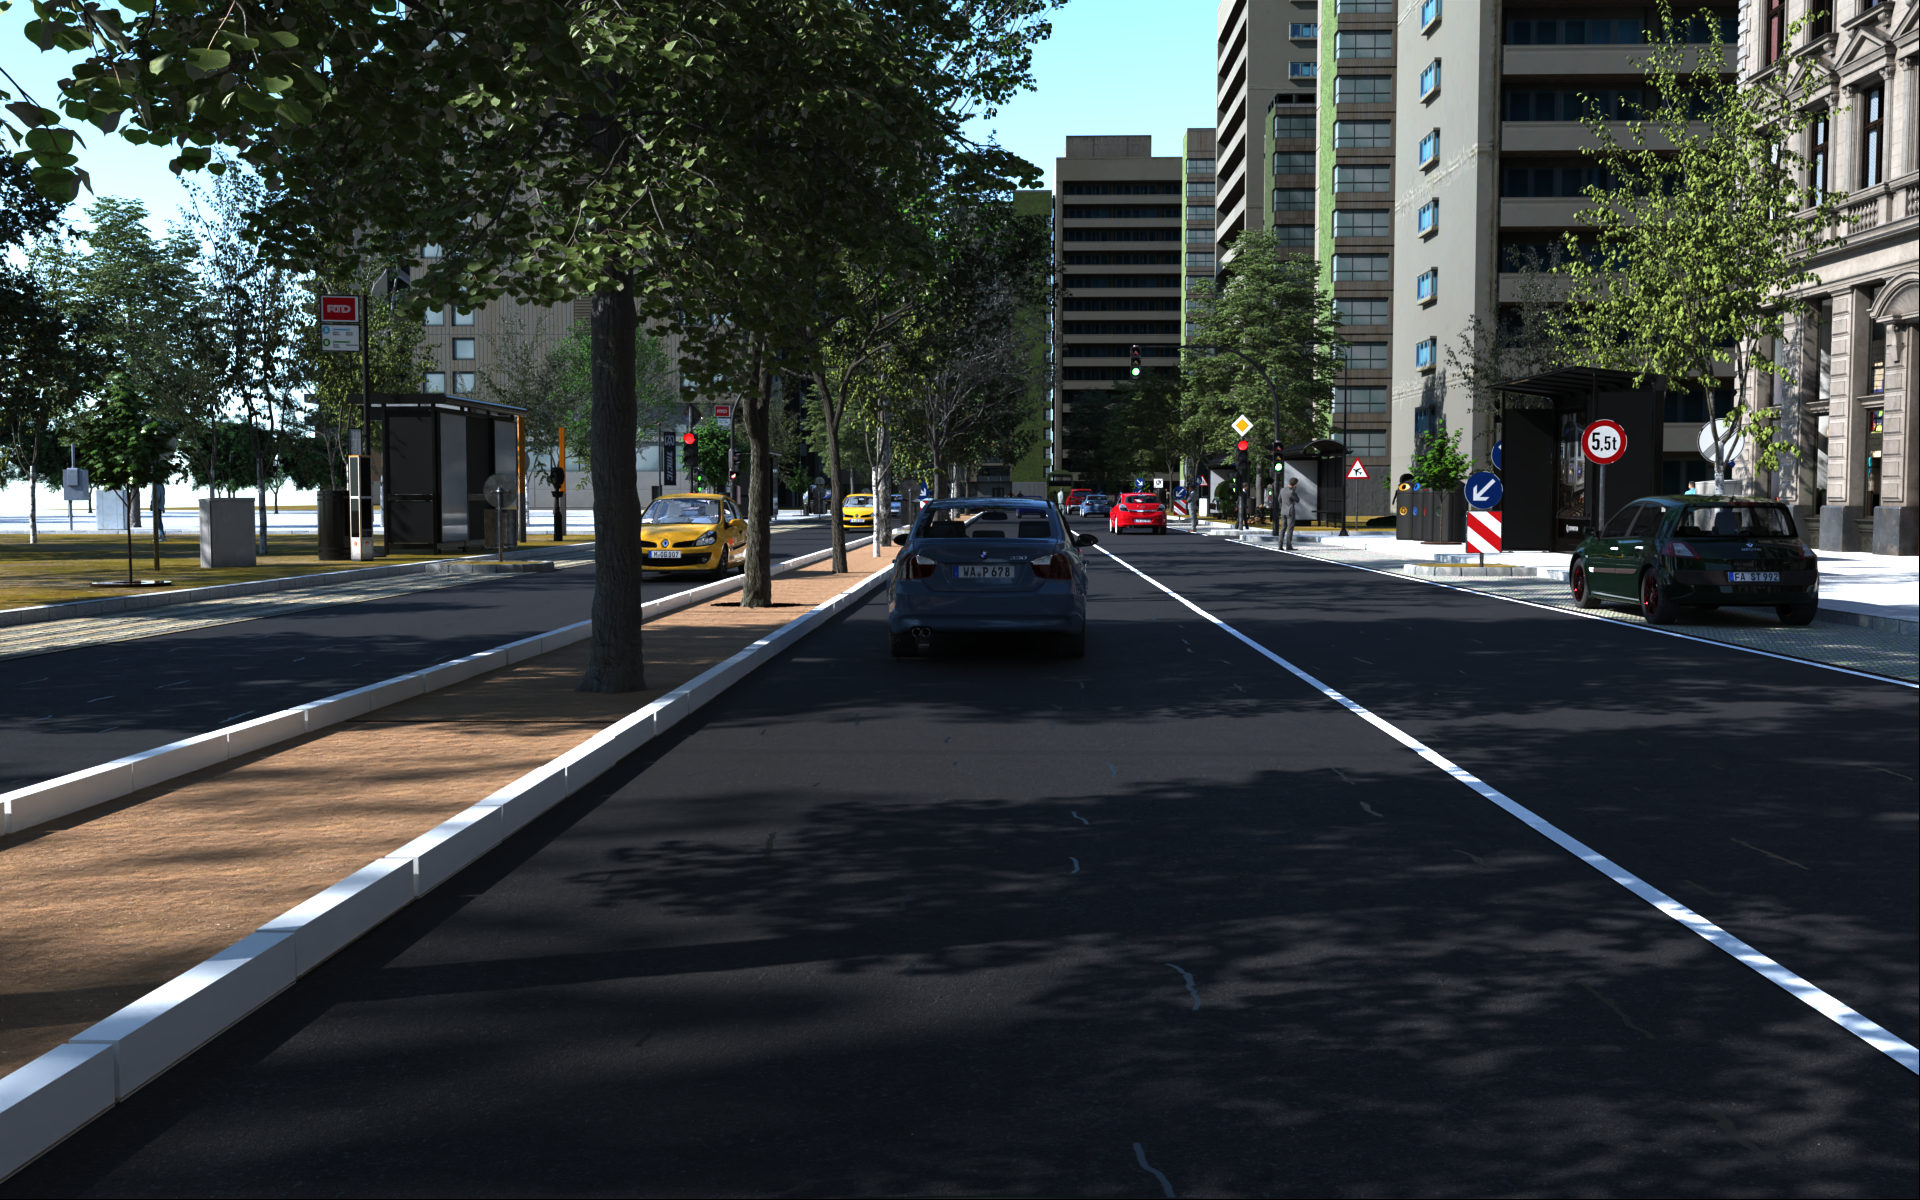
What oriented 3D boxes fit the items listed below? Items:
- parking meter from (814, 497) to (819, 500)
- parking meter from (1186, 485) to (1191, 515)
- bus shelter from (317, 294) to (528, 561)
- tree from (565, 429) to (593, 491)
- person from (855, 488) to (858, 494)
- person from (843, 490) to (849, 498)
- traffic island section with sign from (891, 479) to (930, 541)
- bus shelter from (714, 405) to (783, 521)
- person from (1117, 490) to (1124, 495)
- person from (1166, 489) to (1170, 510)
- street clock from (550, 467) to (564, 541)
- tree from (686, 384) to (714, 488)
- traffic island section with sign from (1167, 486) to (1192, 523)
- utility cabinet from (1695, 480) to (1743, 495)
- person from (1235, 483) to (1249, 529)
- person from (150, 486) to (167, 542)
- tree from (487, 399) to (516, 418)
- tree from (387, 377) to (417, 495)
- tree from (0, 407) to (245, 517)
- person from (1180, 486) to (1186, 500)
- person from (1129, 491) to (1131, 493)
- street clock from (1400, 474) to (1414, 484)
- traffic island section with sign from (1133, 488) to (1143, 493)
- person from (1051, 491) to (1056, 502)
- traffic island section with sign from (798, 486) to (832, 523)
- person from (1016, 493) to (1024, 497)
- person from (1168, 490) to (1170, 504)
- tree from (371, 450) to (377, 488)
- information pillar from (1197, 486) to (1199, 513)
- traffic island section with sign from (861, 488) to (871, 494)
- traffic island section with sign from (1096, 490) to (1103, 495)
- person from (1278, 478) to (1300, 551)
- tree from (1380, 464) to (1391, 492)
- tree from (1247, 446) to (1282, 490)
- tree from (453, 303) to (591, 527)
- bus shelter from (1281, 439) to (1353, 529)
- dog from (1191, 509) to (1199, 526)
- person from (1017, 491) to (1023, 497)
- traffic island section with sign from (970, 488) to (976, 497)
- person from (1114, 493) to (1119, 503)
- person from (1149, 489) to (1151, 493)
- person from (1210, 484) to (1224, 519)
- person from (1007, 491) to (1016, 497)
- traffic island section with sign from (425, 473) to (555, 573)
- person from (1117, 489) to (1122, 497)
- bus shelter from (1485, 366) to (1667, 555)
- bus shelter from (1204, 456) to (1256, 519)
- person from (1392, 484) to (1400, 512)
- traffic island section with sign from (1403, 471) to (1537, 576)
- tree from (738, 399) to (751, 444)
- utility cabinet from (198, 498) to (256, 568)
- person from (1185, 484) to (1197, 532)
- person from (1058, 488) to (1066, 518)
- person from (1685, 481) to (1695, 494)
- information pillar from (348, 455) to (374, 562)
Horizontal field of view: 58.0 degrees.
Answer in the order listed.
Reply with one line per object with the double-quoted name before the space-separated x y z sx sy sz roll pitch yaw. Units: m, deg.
"parking meter" -9.256 -6.345 112.146 0.372 1.533 0.369 0 3 0
"parking meter" 14.098 -6.173 106.637 0.399 1.863 0.255 -1 4 -12
"bus shelter" -11.682 -3.665 37.550 2.179 5.291 8.768 0 4 2
"tree" -27.762 -11.027 130.648 4.737 8.622 4.395 0 3 0
"person" -9.612 -9.323 158.418 1.348 1.831 0.705 3 4 38
"person" -13.163 -11.870 200.127 1.348 1.822 0.705 3 5 41
"traffic island section with sign" -1.576 -2.789 53.733 2.006 1.907 1.989 0 4 2
"bus shelter" -9.905 -6.299 80.625 2.179 5.291 8.768 0 4 2
"person" 19.650 -12.537 211.109 1.350 1.814 0.705 0 4 -5
"person" 16.778 -8.202 140.941 1.217 1.735 0.721 2 4 35
"street clock" -10.946 -2.603 47.128 0.358 2.002 0.471 -2 4 -33
"tree" -15.641 -9.765 110.016 4.360 8.622 3.978 0 3 0
"traffic island section with sign" 10.697 -4.716 85.736 1.989 1.847 2.006 0 4 2
"utility cabinet" 11.885 -1.134 27.216 0.318 1.500 1.173 0 4 3
"person" 10.434 -3.379 63.522 0.755 1.850 0.659 1 4 11
"person" -21.626 -2.475 46.773 0.793 1.790 0.793 3 5 45
"tree" -34.700 -10.981 129.908 4.737 8.622 4.395 0 3 0
"tree" -34.310 -9.758 109.909 4.360 8.622 3.978 0 3 0
"tree" -51.807 -9.286 114.728 20.602 7.101 11.467 0 4 -3
"person" 14.571 -6.543 113.210 0.537 1.800 0.526 1 4 10
"person" 21.359 -12.763 217.104 0.705 1.831 1.348 -2 4 -35
"street clock" 15.760 -3.457 61.091 0.471 2.002 0.358 0 4 -7
"traffic island section with sign" 11.550 -6.447 114.037 1.989 1.847 2.006 0 4 2
"person" 8.049 -8.555 149.096 0.721 1.735 1.217 -1 4 -12
"traffic island section with sign" -7.009 -4.773 86.668 1.989 1.847 2.006 0 4 2
"person" 7.138 -12.030 205.192 1.348 1.823 0.705 0 4 0
"person" 20.752 -10.104 171.970 0.721 1.735 1.217 2 4 30
"tree" -51.483 -10.251 130.512 20.602 7.101 11.467 1 4 15
"information pillar" 16.037 -6.937 117.909 0.304 2.012 0.304 -2 4 -35
"traffic island section with sign" -6.168 -6.467 114.367 1.989 1.847 2.006 0 4 2
"traffic island section with sign" 13.066 -9.482 163.654 1.989 1.847 2.006 0 4 2
"person" 8.328 -2.170 43.793 0.447 1.846 0.655 -2 4 -32
"tree" 24.272 -6.242 96.653 1.663 3.219 1.824 0 3 0
"tree" 19.415 -7.770 110.746 4.285 4.588 4.351 0 3 0
"tree" -16.675 -7.163 67.470 4.360 8.622 3.978 0 3 0
"bus shelter" 13.486 -4.424 66.261 2.014 3.302 5.546 0 4 2
"dog" 10.488 -3.740 77.978 0.513 0.831 0.800 3 5 42
"person" 6.560 -11.040 189.556 0.990 1.755 0.434 3 5 44
"traffic island section with sign" 0.927 -7.835 136.240 2.006 1.907 1.989 0 4 2
"person" 15.458 -9.961 172.124 0.991 1.433 0.599 3 5 42
"person" 21.130 -11.435 193.092 0.705 1.812 1.348 2 4 28
"person" 13.093 -4.978 87.552 0.853 1.813 0.709 2 4 34
"person" 5.762 -11.411 195.009 1.348 1.831 0.705 -1 4 -18
"traffic island section with sign" -8.653 -1.441 32.182 1.989 1.847 2.006 0 4 2
"person" 18.230 -11.690 197.166 0.705 1.826 1.348 -1 4 -20
"bus shelter" 12.208 -2.661 34.795 1.731 3.624 6.357 0 4 2
"bus shelter" 14.239 -5.975 91.617 2.014 3.302 5.546 0 4 2
"person" 20.010 -4.429 78.886 0.576 1.772 0.534 -3 4 -37
"traffic island section with sign" 9.029 -1.364 30.924 1.989 1.847 2.006 0 4 2
"tree" -13.397 -10.736 125.891 4.737 8.622 4.395 0 3 0
"utility cabinet" -12.949 -1.190 30.622 0.306 1.237 1.020 1 4 23
"person" 8.716 -3.470 65.410 0.466 1.800 0.511 1 4 11
"person" 6.001 -5.726 102.218 0.391 1.810 0.635 -3 4 -36
"person" 23.117 -2.836 54.730 0.748 1.841 0.638 -3 5 -42
"information pillar" -11.422 -1.746 33.043 0.304 2.012 0.304 2 4 33
